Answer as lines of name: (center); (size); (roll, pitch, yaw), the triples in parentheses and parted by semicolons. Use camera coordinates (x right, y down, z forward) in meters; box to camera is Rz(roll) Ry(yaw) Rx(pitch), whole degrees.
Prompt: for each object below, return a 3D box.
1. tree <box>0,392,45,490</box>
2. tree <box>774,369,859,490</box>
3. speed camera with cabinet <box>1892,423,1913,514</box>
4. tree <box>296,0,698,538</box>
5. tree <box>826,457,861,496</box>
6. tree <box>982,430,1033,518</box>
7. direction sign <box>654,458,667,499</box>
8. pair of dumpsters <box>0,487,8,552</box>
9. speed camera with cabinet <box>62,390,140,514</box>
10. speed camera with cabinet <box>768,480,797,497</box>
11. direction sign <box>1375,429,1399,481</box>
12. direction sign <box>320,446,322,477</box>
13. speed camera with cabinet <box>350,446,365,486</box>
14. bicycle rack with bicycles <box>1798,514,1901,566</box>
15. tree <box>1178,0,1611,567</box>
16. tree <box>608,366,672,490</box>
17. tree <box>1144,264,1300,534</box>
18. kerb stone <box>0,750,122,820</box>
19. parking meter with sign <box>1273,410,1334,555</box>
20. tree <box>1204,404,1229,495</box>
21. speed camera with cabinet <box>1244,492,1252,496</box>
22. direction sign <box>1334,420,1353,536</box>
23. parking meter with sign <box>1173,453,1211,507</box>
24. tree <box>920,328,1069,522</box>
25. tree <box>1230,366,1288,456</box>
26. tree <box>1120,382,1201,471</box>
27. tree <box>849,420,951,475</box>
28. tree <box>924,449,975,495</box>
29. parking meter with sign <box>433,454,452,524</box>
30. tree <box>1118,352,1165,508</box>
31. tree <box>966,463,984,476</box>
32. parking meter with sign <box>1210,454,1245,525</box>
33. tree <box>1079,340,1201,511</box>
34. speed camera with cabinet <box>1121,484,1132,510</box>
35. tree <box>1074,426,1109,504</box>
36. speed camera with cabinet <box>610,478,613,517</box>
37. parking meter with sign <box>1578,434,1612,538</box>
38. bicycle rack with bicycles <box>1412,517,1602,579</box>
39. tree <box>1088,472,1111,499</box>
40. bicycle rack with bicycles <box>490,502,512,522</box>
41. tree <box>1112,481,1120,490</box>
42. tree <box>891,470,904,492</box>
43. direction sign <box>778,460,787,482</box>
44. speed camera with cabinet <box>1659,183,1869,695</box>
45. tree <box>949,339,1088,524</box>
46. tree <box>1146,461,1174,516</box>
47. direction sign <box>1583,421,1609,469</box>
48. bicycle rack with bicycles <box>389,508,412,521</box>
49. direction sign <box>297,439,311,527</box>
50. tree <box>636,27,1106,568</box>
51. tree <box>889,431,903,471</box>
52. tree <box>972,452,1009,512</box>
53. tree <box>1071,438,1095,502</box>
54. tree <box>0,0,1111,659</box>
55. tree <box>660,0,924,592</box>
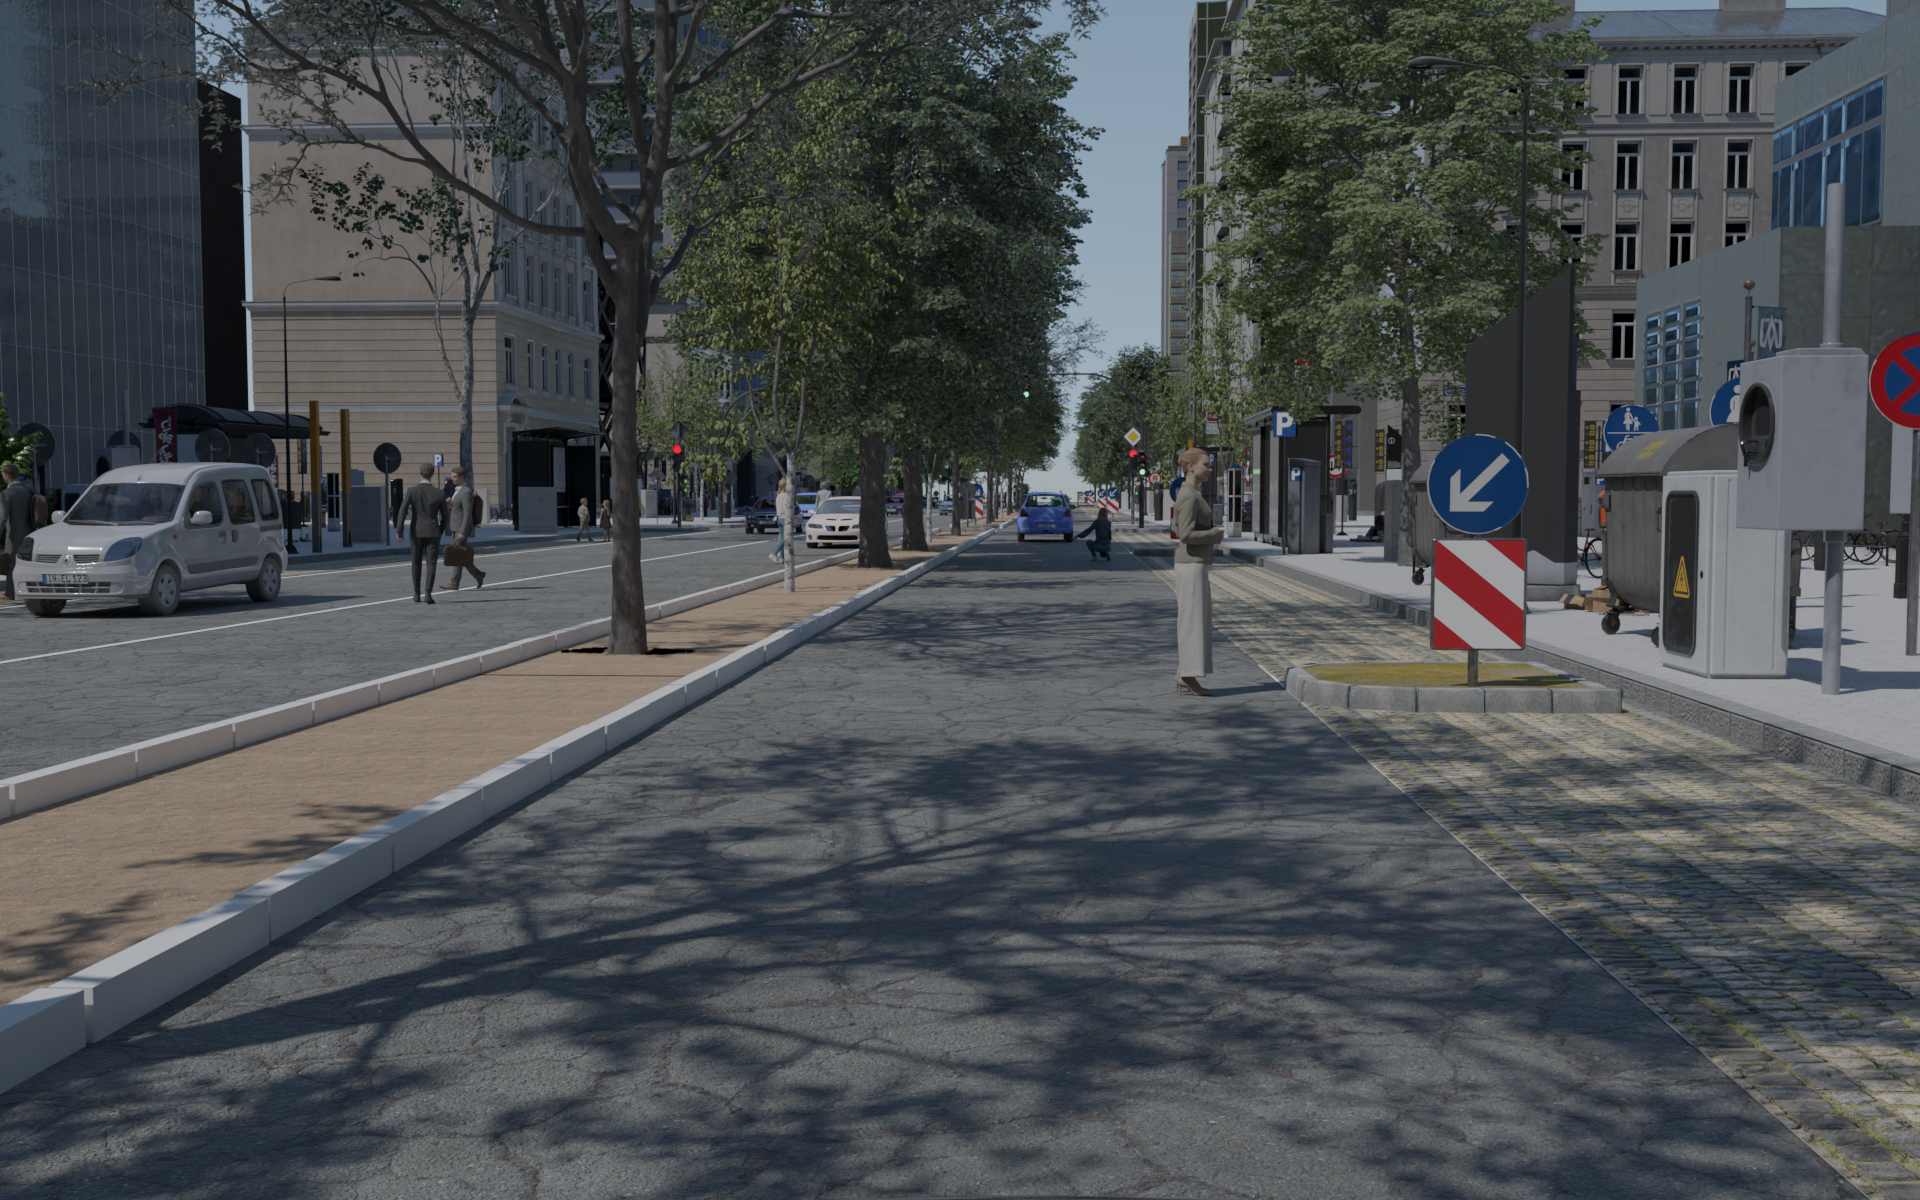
tree: (-15.778, -2.064, 28.345); (1.663, 3.219, 1.824); (0, 3, 0)
tree: (-10.241, -12.930, 129.528); (7.486, 12.596, 7.792); (0, 3, 0)
speed camera with cabinet: (12.017, -1.586, 20.271); (2.038, 3.252, 0.660); (0, 4, -6)
tree: (-13.812, -11.988, 51.898); (12.611, 20.169, 13.585); (0, 3, 0)
tree: (-9.256, -9.621, 141.012); (4.285, 4.588, 4.351); (0, 3, 0)
tree: (2.504, -9.175, 102.838); (4.360, 8.622, 3.978); (0, 3, 0)
direction sign: (-18.837, -7.150, 108.899); (0.876, 3.537, 0.379); (-3, 5, -40)
pair of dumpsters: (-17.928, -1.634, 29.212); (1.574, 2.255, 4.437); (0, 4, 3)
speed camera with cabinet: (-16.539, -2.384, 33.318); (2.038, 3.252, 0.660); (3, 4, 38)
speed camera with cabinet: (-11.148, -6.999, 108.768); (0.660, 3.252, 2.038); (3, 4, 39)
direction sign: (14.894, -4.190, 60.496); (0.876, 3.537, 0.379); (3, 4, 37)
direction sign: (-30.192, -5.461, 81.278); (0.876, 3.537, 0.379); (2, 4, 35)
speed camera with cabinet: (-21.985, -4.225, 63.419); (0.660, 3.252, 2.038); (-2, 4, -32)
bicycle rack with bicycles: (16.679, -1.147, 32.133); (2.852, 0.926, 2.925); (-2, 4, -34)
tree: (7.582, -6.869, 30.439); (7.486, 12.596, 7.792); (0, 3, 0)
tree: (-18.384, -9.136, 99.731); (4.360, 8.622, 3.978); (0, 3, 0)
tree: (8.681, -6.421, 55.350); (4.737, 8.622, 4.395); (0, 3, 0)
kerb stone: (-4.214, 0.858, 8.170); (0.120, 0.150, 1.000); (0, 4, 3)
parking meter with sign: (7.364, -2.486, 36.913); (0.543, 3.016, 1.738); (3, 5, 42)
tree: (20.647, -11.409, 136.894); (4.360, 8.622, 3.978); (0, 3, 0)
speed camera with cabinet: (22.213, -8.328, 130.495); (2.038, 3.252, 0.660); (1, 4, 9)
direction sign: (11.802, -3.755, 53.386); (0.379, 3.537, 0.876); (-2, 4, -24)
parking meter with sign: (10.075, -4.814, 74.971); (1.738, 3.016, 0.543); (2, 4, 32)
tree: (1.613, -10.189, 87.179); (7.486, 12.596, 7.792); (0, 3, 0)
tree: (18.235, -9.150, 99.971); (4.360, 8.622, 3.978); (0, 3, 0)
tree: (12.659, -9.900, 112.226); (4.360, 8.622, 3.978); (0, 3, 0)
tree: (-7.274, -14.473, 162.390); (9.928, 11.665, 9.643); (0, 3, 0)
tree: (-1.752, -21.420, 267.226); (9.611, 12.733, 9.660); (0, 3, 0)
parking meter with sign: (-22.152, -4.865, 75.796); (0.543, 3.016, 1.738); (2, 4, 32)
tree: (14.595, -15.179, 154.827); (9.857, 13.997, 8.962); (0, 3, 0)
tree: (0.807, -22.865, 299.594); (9.928, 11.665, 9.643); (0, 3, 0)
parking meter with sign: (11.416, -4.624, 71.859); (1.738, 3.016, 0.543); (0, 4, 1)
tree: (13.625, -12.960, 128.900); (9.611, 12.733, 9.660); (0, 3, 0)
speed camera with cabinet: (13.684, -8.997, 141.441); (0.660, 3.252, 2.038); (1, 4, 18)
tree: (19.499, -19.824, 242.254); (7.486, 12.596, 7.792); (0, 3, 0)
speed camera with cabinet: (-18.343, -6.013, 92.655); (0.660, 3.252, 2.038); (0, 4, -5)
parking meter with sign: (18.676, -3.345, 50.957); (0.543, 3.016, 1.738); (-1, 4, -10)
bicycle rack with bicycles: (8.383, -0.839, 27.099); (2.852, 0.926, 2.925); (-1, 4, -12)
tree: (17.740, -16.609, 205.966); (7.601, 10.594, 8.767); (2, 4, 24)
bicycle rack with bicycles: (-21.877, -4.019, 79.085); (2.925, 0.926, 2.852); (-1, 4, -13)
tree: (15.471, -10.406, 164.741); (1.663, 3.219, 1.824); (0, 3, 0)
tree: (-5.918, -12.640, 190.377); (4.285, 4.588, 4.351); (0, 3, 0)
direction sign: (-11.856, -7.572, 115.804); (0.379, 3.537, 0.876); (-3, 5, -45)
speed camera with cabinet: (5.439, -1.070, 11.837); (0.660, 3.252, 2.038); (0, 4, 3)
tree: (1.286, -8.731, 79.617); (8.767, 10.594, 7.601); (0, 4, 3)
tree: (11.701, -6.484, 100.607); (1.663, 3.219, 1.824); (0, 3, 0)
direction sign: (19.788, -3.774, 53.700); (0.876, 3.537, 0.379); (1, 4, 18)
bicycle rack with bicycles: (-27.766, -4.280, 83.360); (2.925, 0.926, 2.852); (-3, 4, -36)
direction sign: (-25.461, -4.593, 67.086); (0.379, 3.537, 0.876); (-3, 5, -42)
tree: (-1.657, -7.588, 33.173); (9.857, 13.997, 8.962); (0, 3, 0)
tree: (-4.557, -18.439, 219.600); (7.486, 12.596, 7.792); (0, 3, 0)
tree: (-0.923, -5.983, 50.643); (4.737, 8.622, 4.395); (0, 3, 0)
tree: (21.447, -21.332, 274.534); (9.928, 11.665, 9.643); (0, 3, 0)
tree: (-3.001, -6.265, 15.264); (12.009, 13.543, 11.850); (0, 3, 0)
tree: (-2.499, -4.422, 25.117); (4.737, 8.622, 4.395); (0, 3, 0)
